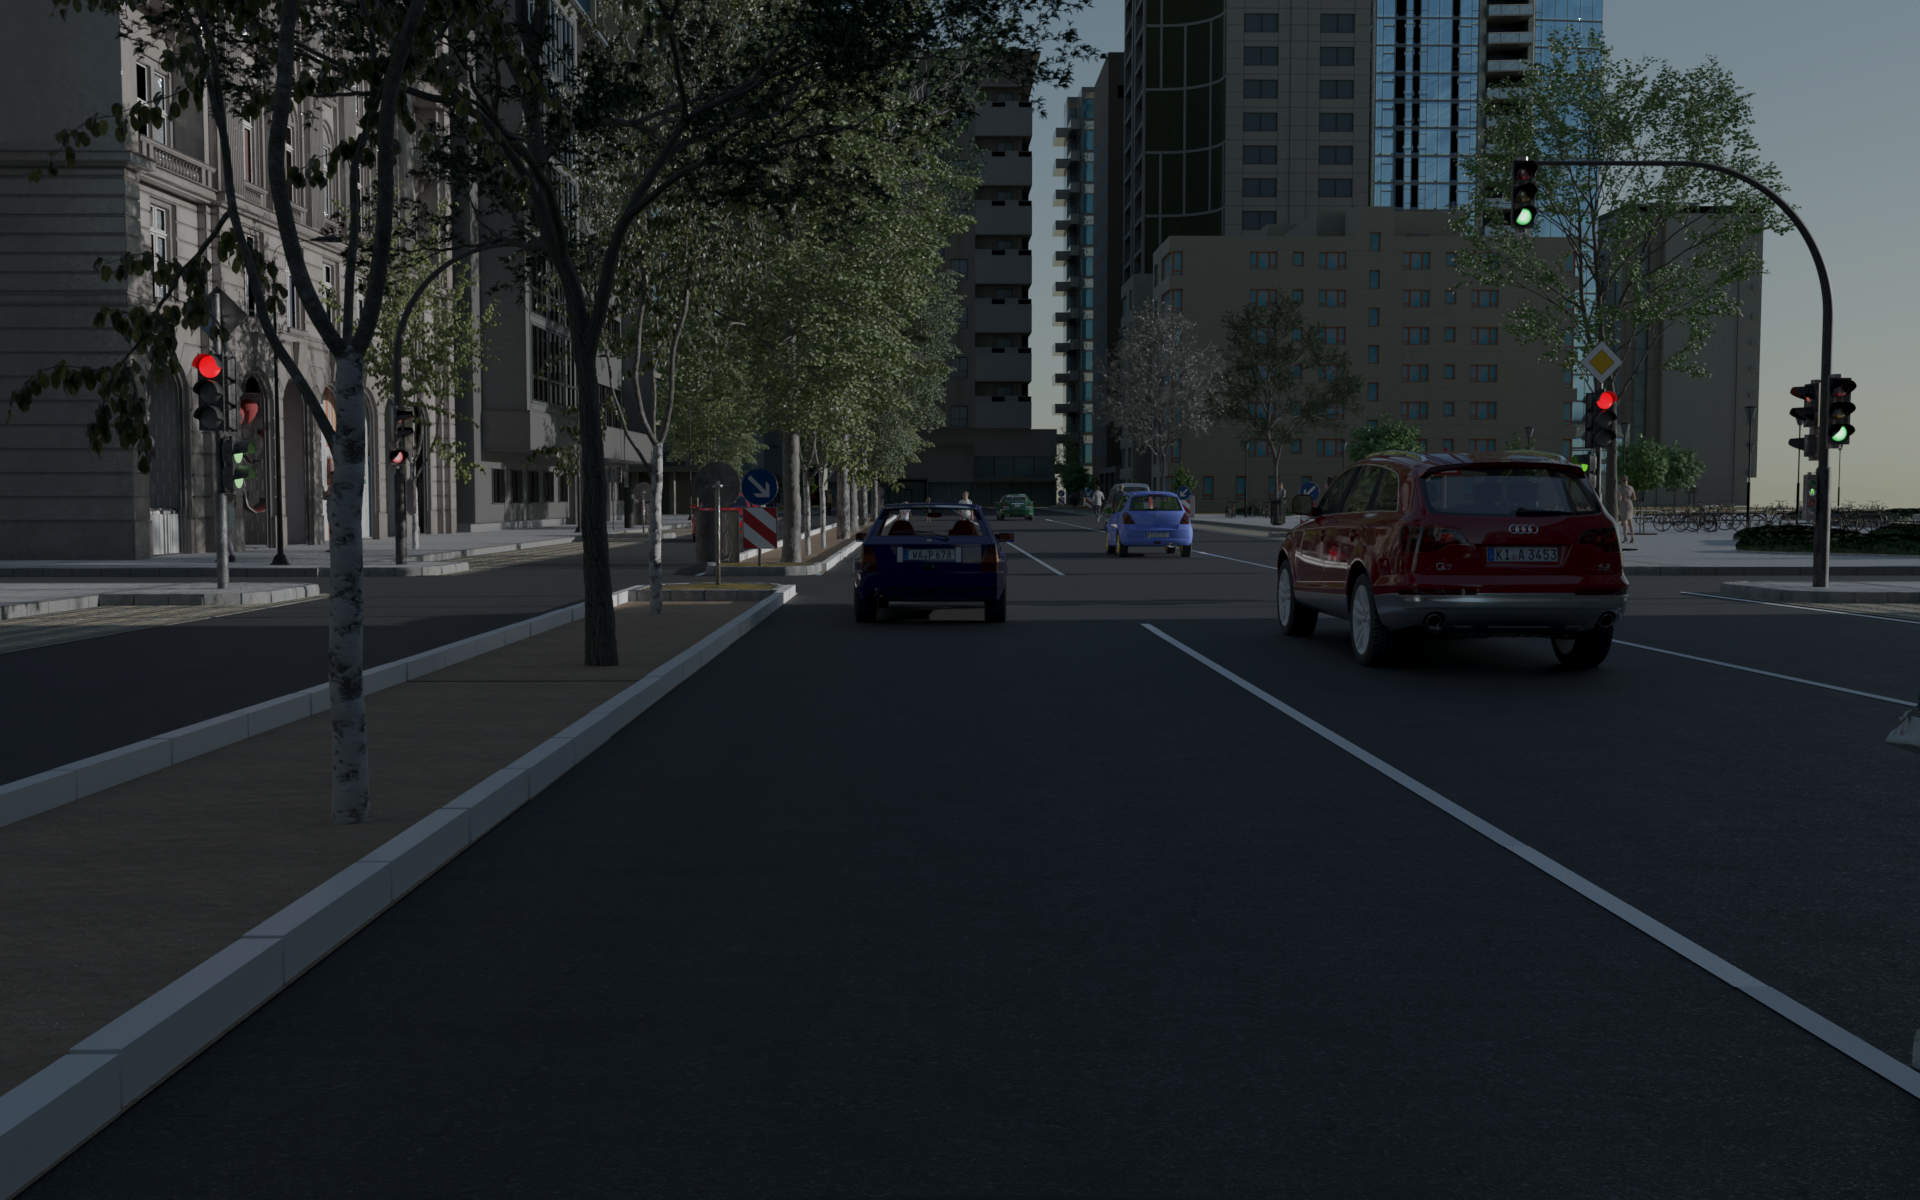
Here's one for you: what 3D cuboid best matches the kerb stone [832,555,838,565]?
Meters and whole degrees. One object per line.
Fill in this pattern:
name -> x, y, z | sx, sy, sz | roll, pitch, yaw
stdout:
kerb stone -> -2.583, -0.768, 34.766 | 0.120, 0.150, 1.000 | 0, 4, -1

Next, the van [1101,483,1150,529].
van -> 6.698, -3.799, 69.129 | 2.013, 2.044, 4.112 | 0, 4, -1

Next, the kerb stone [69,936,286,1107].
kerb stone -> -2.012, 1.085, 4.514 | 0.120, 0.150, 1.000 | 0, 4, -1

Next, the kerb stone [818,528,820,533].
kerb stone -> -5.216, -2.458, 62.391 | 0.120, 0.150, 1.000 | 0, 4, -1

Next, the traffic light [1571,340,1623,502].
traffic light -> 11.711, -2.624, 31.828 | 0.839, 4.253, 0.868 | 0, 4, -1

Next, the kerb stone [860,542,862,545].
kerb stone -> -2.823, -1.521, 47.056 | 0.120, 0.150, 1.000 | 0, 4, -1

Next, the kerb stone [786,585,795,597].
kerb stone -> -2.378, -0.109, 23.981 | 0.120, 0.150, 1.000 | 0, 4, -1

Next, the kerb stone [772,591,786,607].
kerb stone -> -2.342, 0.022, 21.937 | 0.120, 0.150, 1.000 | 0, 4, -1

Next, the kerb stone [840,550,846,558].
kerb stone -> -2.638, -0.955, 37.840 | 0.120, 0.150, 1.000 | 0, 4, -1

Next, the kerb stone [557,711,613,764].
kerb stone -> -2.100, 0.768, 9.640 | 0.120, 0.150, 1.000 | 0, 4, -1

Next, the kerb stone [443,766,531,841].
kerb stone -> -2.069, 0.893, 7.590 | 0.120, 0.150, 1.000 | 0, 4, -1

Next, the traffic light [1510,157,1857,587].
traffic light -> 9.774, -2.997, 23.663 | 4.771, 5.953, 1.251 | 0, 4, -1

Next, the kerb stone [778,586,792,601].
kerb stone -> -2.362, -0.047, 22.959 | 0.120, 0.150, 1.000 | 0, 4, -1

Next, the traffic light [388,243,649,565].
traffic light -> -8.056, -3.474, 31.470 | 4.771, 5.953, 1.251 | 0, 4, -1

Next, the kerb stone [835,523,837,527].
kerb stone -> -5.434, -3.145, 73.683 | 0.120, 0.150, 1.000 | 0, 4, -1

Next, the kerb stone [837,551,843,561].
kerb stone -> -2.629, -0.894, 36.810 | 0.120, 0.150, 1.000 | 0, 4, -1

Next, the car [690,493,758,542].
car -> -7.174, -2.704, 53.258 | 2.155, 1.783, 4.494 | 0, 4, -2

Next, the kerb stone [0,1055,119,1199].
kerb stone -> -1.986, 1.151, 3.490 | 0.120, 0.150, 1.000 | 0, 4, -1

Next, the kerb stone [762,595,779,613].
kerb stone -> -2.325, 0.080, 20.907 | 0.120, 0.150, 1.000 | 0, 4, -1

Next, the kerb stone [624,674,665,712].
kerb stone -> -2.146, 0.647, 11.685 | 0.120, 0.150, 1.000 | 0, 4, -1

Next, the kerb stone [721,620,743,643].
kerb stone -> -2.248, 0.332, 16.802 | 0.120, 0.150, 1.000 | 0, 4, -1

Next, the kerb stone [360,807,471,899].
kerb stone -> -2.054, 0.957, 6.557 | 0.120, 0.150, 1.000 | 0, 4, -1

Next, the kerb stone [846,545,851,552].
kerb stone -> -2.711, -1.145, 40.913 | 0.120, 0.150, 1.000 | 0, 4, -1

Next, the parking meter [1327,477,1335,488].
parking meter -> 12.784, -3.275, 59.252 | 0.399, 1.863, 0.255 | 0, 4, -7

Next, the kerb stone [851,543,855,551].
kerb stone -> -2.737, -1.270, 42.962 | 0.120, 0.150, 1.000 | 0, 4, -1

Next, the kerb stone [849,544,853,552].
kerb stone -> -2.728, -1.203, 41.940 | 0.120, 0.150, 1.000 | 0, 4, -1

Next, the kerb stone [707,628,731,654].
kerb stone -> -2.224, 0.393, 15.777 | 0.120, 0.150, 1.000 | 0, 4, -1

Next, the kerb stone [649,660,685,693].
kerb stone -> -2.168, 0.580, 12.706 | 0.120, 0.150, 1.000 | 0, 4, -1

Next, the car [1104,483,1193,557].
car -> 4.393, -1.902, 40.681 | 1.945, 1.707, 3.694 | 0, 4, -1

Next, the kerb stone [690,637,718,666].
kerb stone -> -2.200, 0.456, 14.755 | 0.120, 0.150, 1.000 | 0, 4, -1

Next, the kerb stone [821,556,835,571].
kerb stone -> -2.564, -0.706, 33.744 | 0.120, 0.150, 1.000 | 0, 4, -1

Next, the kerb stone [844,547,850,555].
kerb stone -> -2.678, -1.076, 39.891 | 0.120, 0.150, 1.000 | 0, 4, -1

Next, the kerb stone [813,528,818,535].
kerb stone -> -5.195, -2.396, 61.366 | 0.120, 0.150, 1.000 | 0, 4, -1

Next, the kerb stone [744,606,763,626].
kerb stone -> -2.278, 0.205, 18.855 | 0.120, 0.150, 1.000 | 0, 4, -1

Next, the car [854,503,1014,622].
car -> -0.313, -0.500, 20.750 | 1.945, 1.354, 3.894 | 0, 4, 1

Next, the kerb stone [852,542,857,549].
kerb stone -> -2.760, -1.331, 43.984 | 0.120, 0.150, 1.000 | 0, 4, -1

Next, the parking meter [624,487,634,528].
parking meter -> -12.391, -3.452, 64.844 | 0.372, 1.533, 0.369 | 0, 3, 0

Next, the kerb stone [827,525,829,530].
kerb stone -> -5.308, -2.773, 67.537 | 0.120, 0.150, 1.000 | 0, 4, -1

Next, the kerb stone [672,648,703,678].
kerb stone -> -2.185, 0.520, 13.731 | 0.120, 0.150, 1.000 | 0, 4, -1

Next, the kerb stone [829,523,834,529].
kerb stone -> -5.389, -3.019, 71.635 | 0.120, 0.150, 1.000 | 0, 4, -1

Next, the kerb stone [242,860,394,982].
kerb stone -> -2.034, 1.019, 5.536 | 0.120, 0.150, 1.000 | 0, 4, -1

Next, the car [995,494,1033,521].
car -> 2.998, -5.084, 94.922 | 2.131, 1.459, 4.920 | 0, 4, -2

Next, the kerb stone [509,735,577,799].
kerb stone -> -2.081, 0.831, 8.611 | 0.120, 0.150, 1.000 | 0, 4, -1

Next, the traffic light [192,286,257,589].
traffic light -> -9.993, -2.110, 23.411 | 0.839, 4.253, 0.868 | 0, 4, -1

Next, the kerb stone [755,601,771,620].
kerb stone -> -2.302, 0.142, 19.882 | 0.120, 0.150, 1.000 | 0, 4, -1

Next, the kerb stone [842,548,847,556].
kerb stone -> -2.670, -1.019, 38.862 | 0.120, 0.150, 1.000 | 0, 4, -1

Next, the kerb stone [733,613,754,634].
kerb stone -> -2.262, 0.267, 17.825 | 0.120, 0.150, 1.000 | 0, 4, -1

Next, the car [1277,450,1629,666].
car -> 4.315, -0.445, 15.947 | 2.281, 1.827, 5.304 | 0, 4, -1

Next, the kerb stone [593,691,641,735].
kerb stone -> -2.125, 0.705, 10.662 | 0.120, 0.150, 1.000 | 0, 4, -1

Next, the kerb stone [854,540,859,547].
kerb stone -> -2.781, -1.395, 45.012 | 0.120, 0.150, 1.000 | 0, 4, -1

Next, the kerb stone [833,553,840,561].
kerb stone -> -2.612, -0.829, 35.788 | 0.120, 0.150, 1.000 | 0, 4, -1
